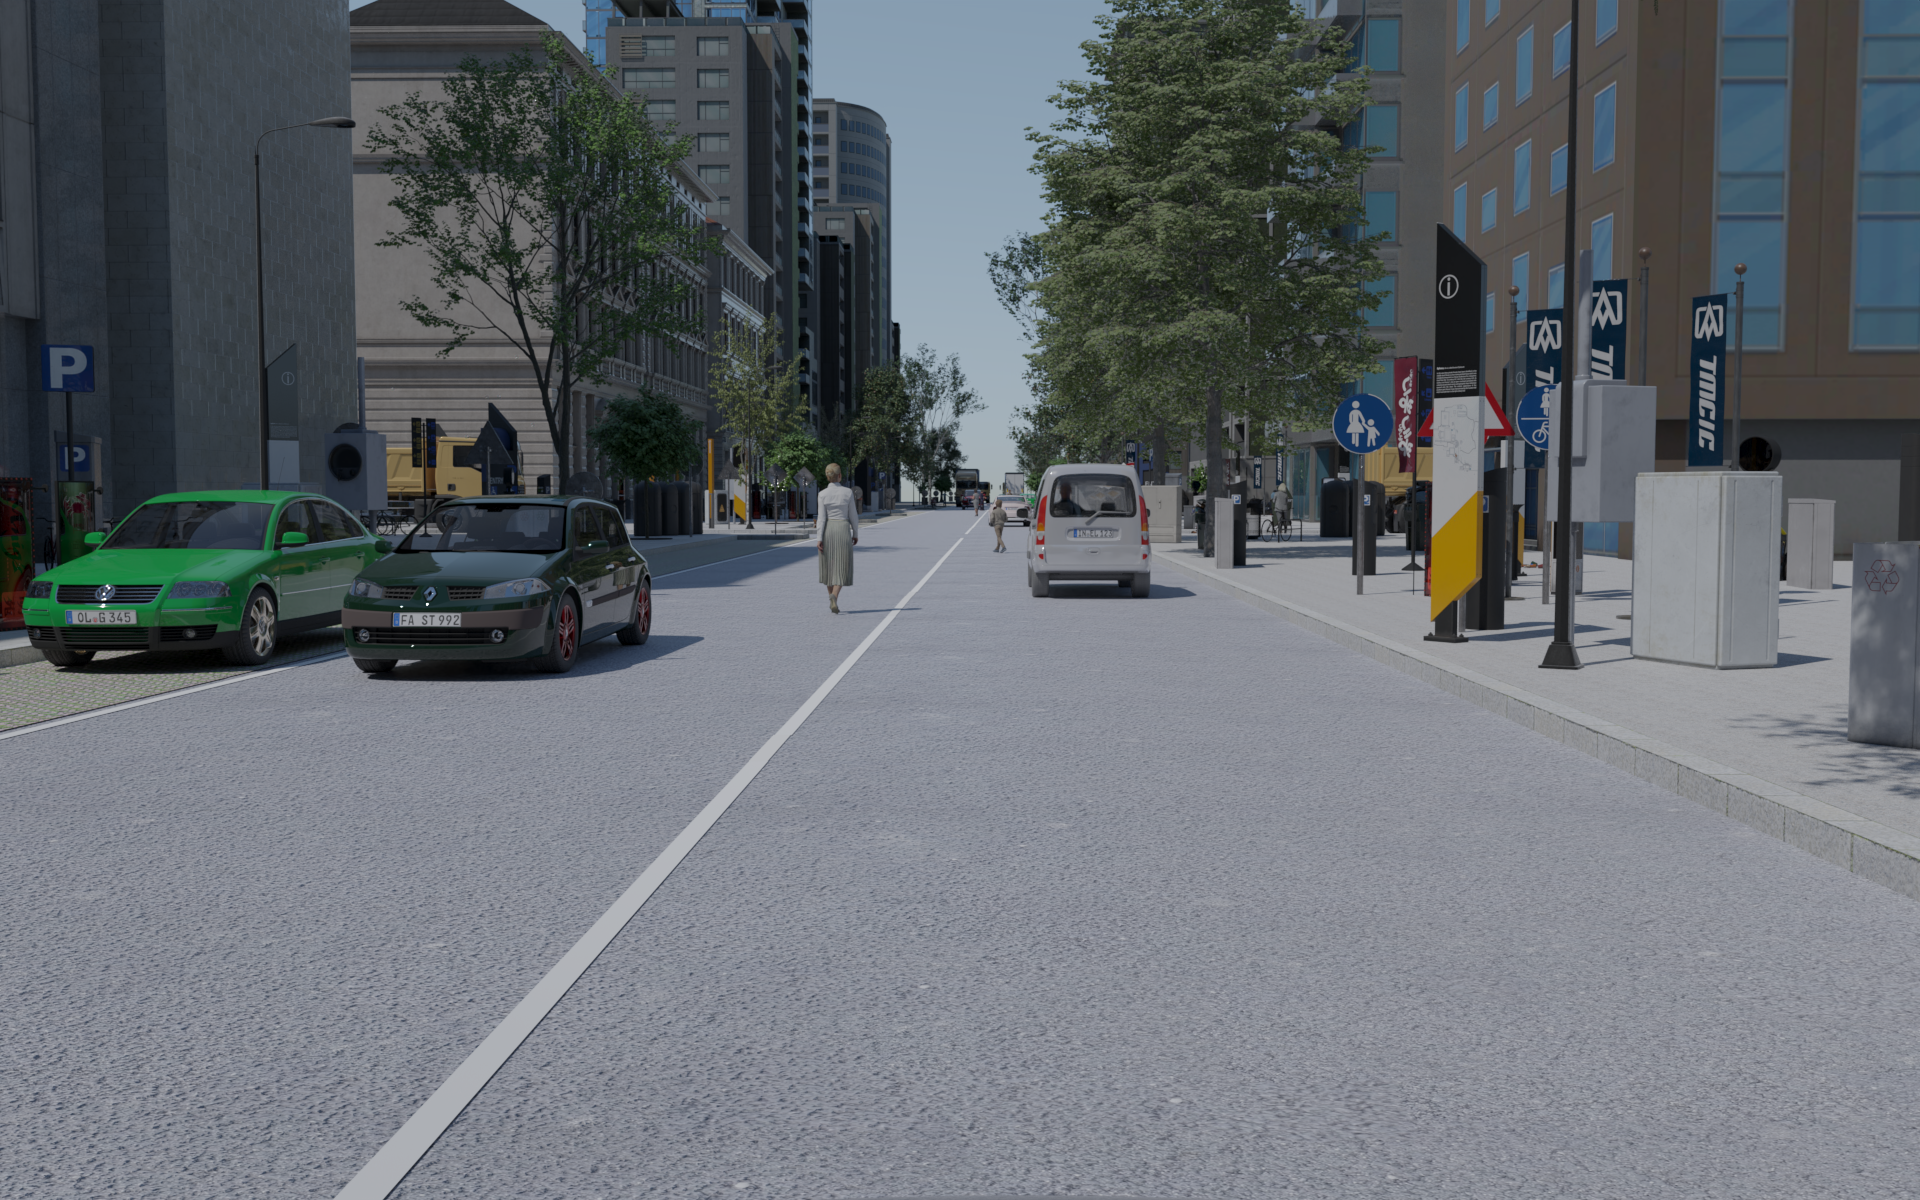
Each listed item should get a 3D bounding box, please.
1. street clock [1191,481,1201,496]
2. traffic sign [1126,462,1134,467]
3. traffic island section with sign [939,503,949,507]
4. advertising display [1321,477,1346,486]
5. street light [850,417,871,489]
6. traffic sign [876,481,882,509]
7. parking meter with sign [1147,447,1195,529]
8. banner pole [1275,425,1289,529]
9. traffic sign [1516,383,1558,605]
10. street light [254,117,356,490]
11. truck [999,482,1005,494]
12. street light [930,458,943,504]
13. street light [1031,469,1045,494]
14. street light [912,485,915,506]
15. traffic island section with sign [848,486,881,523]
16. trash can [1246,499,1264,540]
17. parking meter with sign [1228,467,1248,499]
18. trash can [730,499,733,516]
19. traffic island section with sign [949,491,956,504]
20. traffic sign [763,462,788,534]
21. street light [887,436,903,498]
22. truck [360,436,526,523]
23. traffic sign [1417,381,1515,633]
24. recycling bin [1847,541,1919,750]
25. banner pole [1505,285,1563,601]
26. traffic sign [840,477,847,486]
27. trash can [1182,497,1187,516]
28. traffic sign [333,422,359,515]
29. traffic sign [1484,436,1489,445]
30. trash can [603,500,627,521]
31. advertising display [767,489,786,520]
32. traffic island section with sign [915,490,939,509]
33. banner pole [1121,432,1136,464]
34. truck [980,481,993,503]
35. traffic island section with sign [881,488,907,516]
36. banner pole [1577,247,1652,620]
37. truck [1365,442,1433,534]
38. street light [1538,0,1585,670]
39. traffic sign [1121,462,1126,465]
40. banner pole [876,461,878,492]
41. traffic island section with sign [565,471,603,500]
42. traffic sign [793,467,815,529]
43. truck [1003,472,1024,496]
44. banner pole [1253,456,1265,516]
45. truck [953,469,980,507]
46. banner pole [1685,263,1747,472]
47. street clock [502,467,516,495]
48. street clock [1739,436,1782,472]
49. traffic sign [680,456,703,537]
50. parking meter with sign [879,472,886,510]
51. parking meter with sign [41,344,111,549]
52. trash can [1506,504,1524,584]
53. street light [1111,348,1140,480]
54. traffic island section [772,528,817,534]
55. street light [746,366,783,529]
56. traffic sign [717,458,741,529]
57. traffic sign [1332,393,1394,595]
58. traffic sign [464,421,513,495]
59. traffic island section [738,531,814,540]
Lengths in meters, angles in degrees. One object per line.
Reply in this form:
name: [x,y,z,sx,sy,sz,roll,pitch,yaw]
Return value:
street clock: [12.758,-5.449,93.659,0.471,2.002,0.358,-1,4,-12]
traffic sign: [6.904,-4.248,69.565,0.768,2.556,0.104,0,4,7]
traffic island section with sign: [-2.559,-11.101,190.121,1.989,1.847,2.006,0,4,1]
advertising display: [14.364,-3.757,66.640,0.974,1.923,0.123,-1,4,-13]
street light: [-6.022,-8.045,104.081,1.470,5.913,1.316,0,4,1]
traffic sign: [-6.273,-7.998,132.898,0.606,2.300,0.079,0,4,6]
parking meter with sign: [7.744,-4.105,63.383,1.738,3.016,0.543,1,4,22]
banner pole: [11.730,-4.469,63.084,0.401,3.779,0.863,-2,4,-23]
traffic sign: [6.809,-1.220,20.060,0.768,2.556,0.104,0,4,7]
street light: [-8.142,-2.995,21.515,1.470,5.913,1.316,0,4,1]
truck: [8.227,-17.498,282.014,3.469,3.379,9.791,0,3,0]
street light: [-3.174,-15.316,222.949,1.470,5.913,1.316,0,4,1]
street light: [7.885,-12.254,172.891,1.470,5.913,1.316,0,4,1]
street light: [-4.298,-12.744,180.901,1.470,5.913,1.316,0,4,1]
traffic island section with sign: [-5.135,-4.735,86.042,1.989,1.847,2.006,0,4,1]
trash can: [8.222,-2.288,49.060,0.748,1.137,0.748,0,3,0]
parking meter with sign: [17.435,-6.983,110.425,1.738,3.016,0.543,1,4,10]
trash can: [-13.334,-5.454,100.833,0.748,1.137,0.748,0,3,0]
traffic island section with sign: [-1.205,-14.462,245.074,1.989,1.847,2.006,0,4,1]
traffic sign: [-5.869,-3.147,55.098,0.795,2.450,0.064,0,4,1]
street light: [-5.262,-10.210,139.469,1.470,5.913,1.316,0,4,1]
truck: [-19.003,-3.857,58.979,9.791,3.379,3.469,0,4,2]
traffic sign: [4.656,-0.978,15.995,0.884,2.594,0.081,0,4,5]
recycling bin: [5.090,0.224,8.885,0.722,1.027,0.722,-2,4,-35]
banner pole: [6.835,-1.880,20.760,0.863,3.779,0.401,3,4,36]
traffic sign: [-7.051,-6.265,102.535,0.768,2.556,0.104,0,4,5]
trash can: [12.884,-5.442,100.623,0.748,1.137,0.748,0,3,0]
traffic sign: [-10.825,-1.878,30.806,0.768,2.556,0.104,0,4,3]
traffic sign: [6.684,-1.411,23.178,0.768,2.556,0.104,0,4,6]
trash can: [-8.394,-1.839,41.728,0.748,1.137,0.748,0,3,0]
advertising display: [-9.251,-5.016,87.228,0.974,1.923,0.123,0,4,0]
traffic island section with sign: [-3.236,-9.430,162.804,1.989,1.847,2.006,0,4,1]
banner pole: [6.790,-4.910,70.296,0.863,3.779,0.401,-2,4,-26]
truck: [3.353,-16.607,267.449,3.469,3.379,9.791,0,4,2]
traffic island section with sign: [-4.472,-6.383,112.989,1.989,1.847,2.006,0,4,1]
banner pole: [6.748,-1.699,17.788,0.863,3.779,0.401,2,4,30]
truck: [18.758,-3.831,58.566,9.791,3.379,3.469,0,4,1]
street light: [3.903,-2.453,12.640,1.470,5.913,1.316,0,4,1]
traffic sign: [5.171,-3.129,54.807,0.795,2.450,0.064,0,4,1]
banner pole: [-6.327,-8.690,132.096,0.401,3.779,0.863,0,4,-2]
traffic island section with sign: [-6.522,-1.290,29.724,1.989,1.847,2.006,0,4,1]
traffic sign: [-5.672,-3.635,63.081,0.795,2.450,0.064,0,4,1]
truck: [7.132,-14.637,228.226,2.839,4.237,11.283,0,4,1]
banner pole: [17.285,-6.705,99.650,0.863,3.779,0.401,0,4,5]
truck: [0.836,-12.467,192.753,2.839,4.237,11.283,0,4,2]
banner pole: [8.353,-1.777,19.078,0.401,3.779,0.863,-2,4,-26]
street clock: [-12.138,-2.574,46.650,0.358,2.002,0.471,0,4,-5]
street clock: [10.011,-1.051,21.753,0.358,2.002,0.471,-3,5,-40]
traffic sign: [-7.994,-3.136,51.385,0.768,2.556,0.104,0,4,5]
parking meter with sign: [-6.276,-8.657,137.807,0.543,3.016,1.738,0,4,3]
parking meter with sign: [-10.698,-1.519,21.093,0.543,3.016,1.738,-1,4,-19]
trash can: [7.628,-0.795,24.647,0.748,1.137,0.748,0,3,0]
street light: [5.033,-4.993,54.177,1.470,5.913,1.316,0,4,1]
traffic island section: [-5.696,-2.499,63.143,2.009,0.180,2.903,0,4,1]
street light: [-7.110,-5.529,62.934,1.470,5.913,1.316,0,4,1]
traffic sign: [-8.386,-3.842,62.827,0.884,2.594,0.081,0,4,5]
traffic sign: [5.096,-1.339,21.991,0.768,2.556,0.104,0,4,3]
traffic sign: [-8.365,-1.879,30.732,0.884,2.594,0.081,0,4,3]
traffic island section: [-5.893,-2.011,55.161,2.009,0.180,2.903,0,4,1]
